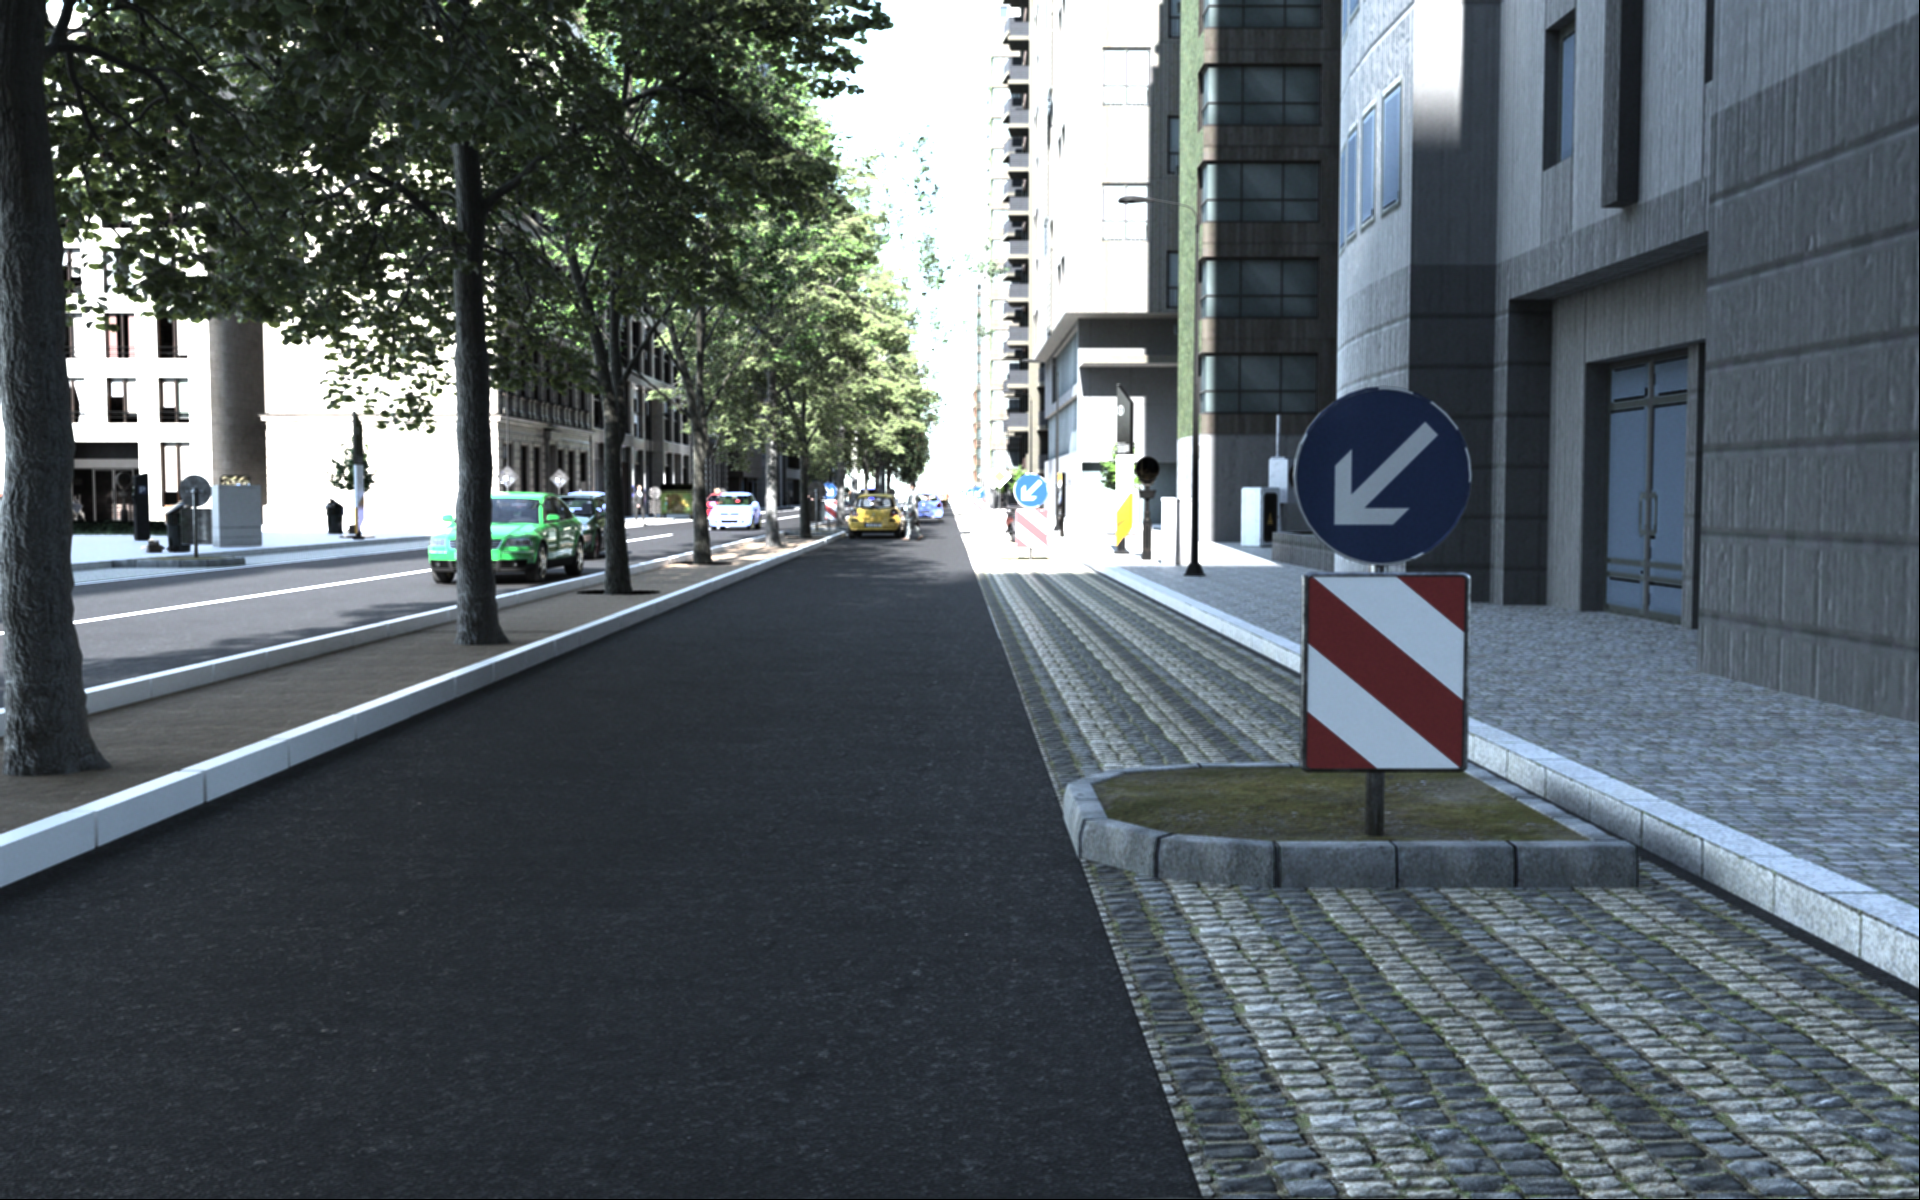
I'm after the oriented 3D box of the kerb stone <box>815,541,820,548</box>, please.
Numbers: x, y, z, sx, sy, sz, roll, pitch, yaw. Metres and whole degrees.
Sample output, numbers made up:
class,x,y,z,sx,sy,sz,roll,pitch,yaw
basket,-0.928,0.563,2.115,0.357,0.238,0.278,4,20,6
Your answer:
class,x,y,z,sx,sy,sz,roll,pitch,yaw
kerb stone,-3.843,-1.420,45.454,0.120,0.150,1.000,0,4,0

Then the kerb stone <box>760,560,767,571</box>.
class,x,y,z,sx,sy,sz,roll,pitch,yaw
kerb stone,-3.741,-0.605,32.132,0.120,0.150,1.000,0,4,0

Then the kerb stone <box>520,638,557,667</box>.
class,x,y,z,sx,sy,sz,roll,pitch,yaw
kerb stone,-3.622,0.457,14.716,0.120,0.150,1.000,0,4,0

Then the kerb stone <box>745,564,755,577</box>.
class,x,y,z,sx,sy,sz,roll,pitch,yaw
kerb stone,-3.729,-0.482,30.084,0.120,0.150,1.000,0,4,0

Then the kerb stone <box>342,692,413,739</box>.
class,x,y,z,sx,sy,sz,roll,pitch,yaw
kerb stone,-3.586,0.708,10.612,0.120,0.150,1.000,0,4,0

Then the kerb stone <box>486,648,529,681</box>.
class,x,y,z,sx,sy,sz,roll,pitch,yaw
kerb stone,-3.613,0.520,13.693,0.120,0.150,1.000,0,4,0

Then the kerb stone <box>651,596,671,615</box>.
class,x,y,z,sx,sy,sz,roll,pitch,yaw
kerb stone,-3.658,0.081,20.874,0.120,0.150,1.000,0,4,0

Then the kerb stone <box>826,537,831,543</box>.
class,x,y,z,sx,sy,sz,roll,pitch,yaw
kerb stone,-3.870,-1.669,49.548,0.120,0.150,1.000,0,4,0

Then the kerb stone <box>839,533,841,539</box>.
class,x,y,z,sx,sy,sz,roll,pitch,yaw
kerb stone,-3.914,-1.986,54.661,0.120,0.150,1.000,0,4,0

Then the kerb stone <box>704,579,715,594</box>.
class,x,y,z,sx,sy,sz,roll,pitch,yaw
kerb stone,-3.699,-0.169,24.965,0.120,0.150,1.000,0,4,0

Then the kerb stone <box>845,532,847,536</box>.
class,x,y,z,sx,sy,sz,roll,pitch,yaw
kerb stone,-3.936,-2.163,57.739,0.120,0.150,1.000,0,4,0

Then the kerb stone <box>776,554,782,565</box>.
class,x,y,z,sx,sy,sz,roll,pitch,yaw
kerb stone,-3.770,-0.796,35.203,0.120,0.150,1.000,0,4,0

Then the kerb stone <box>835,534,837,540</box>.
class,x,y,z,sx,sy,sz,roll,pitch,yaw
kerb stone,-3.899,-1.861,52.615,0.120,0.150,1.000,0,4,0

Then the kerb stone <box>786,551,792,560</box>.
class,x,y,z,sx,sy,sz,roll,pitch,yaw
kerb stone,-3.781,-0.917,37.264,0.120,0.150,1.000,0,4,0

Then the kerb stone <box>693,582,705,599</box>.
class,x,y,z,sx,sy,sz,roll,pitch,yaw
kerb stone,-3.685,-0.107,23.942,0.120,0.150,1.000,0,4,0

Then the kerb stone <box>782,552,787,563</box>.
class,x,y,z,sx,sy,sz,roll,pitch,yaw
kerb stone,-3.773,-0.859,36.235,0.120,0.150,1.000,0,4,0

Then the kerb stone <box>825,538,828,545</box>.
class,x,y,z,sx,sy,sz,roll,pitch,yaw
kerb stone,-3.877,-1.605,48.520,0.120,0.150,1.000,0,4,0

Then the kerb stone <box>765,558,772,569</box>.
class,x,y,z,sx,sy,sz,roll,pitch,yaw
kerb stone,-3.752,-0.668,33.155,0.120,0.150,1.000,0,4,0

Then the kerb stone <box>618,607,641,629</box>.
class,x,y,z,sx,sy,sz,roll,pitch,yaw
kerb stone,-3.646,0.207,18.812,0.120,0.150,1.000,0,4,0

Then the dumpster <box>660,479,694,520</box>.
class,x,y,z,sx,sy,sz,roll,pitch,yaw
dumpster,-15.693,-5.588,96.315,1.985,2.255,1.502,0,3,0

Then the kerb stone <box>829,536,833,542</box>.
class,x,y,z,sx,sy,sz,roll,pitch,yaw
kerb stone,-3.887,-1.731,50.570,0.120,0.150,1.000,0,4,0

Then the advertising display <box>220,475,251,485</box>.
class,x,y,z,sx,sy,sz,roll,pitch,yaw
advertising display,-24.827,-3.312,59.365,0.974,1.923,0.123,-2,4,-32

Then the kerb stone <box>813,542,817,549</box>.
class,x,y,z,sx,sy,sz,roll,pitch,yaw
kerb stone,-3.838,-1.360,44.430,0.120,0.150,1.000,0,4,0

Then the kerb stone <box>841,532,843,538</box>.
class,x,y,z,sx,sy,sz,roll,pitch,yaw
kerb stone,-3.923,-2.048,55.684,0.120,0.150,1.000,0,4,0

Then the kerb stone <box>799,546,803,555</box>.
class,x,y,z,sx,sy,sz,roll,pitch,yaw
kerb stone,-3.810,-1.110,40.341,0.120,0.150,1.000,0,4,0

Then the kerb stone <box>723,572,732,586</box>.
class,x,y,z,sx,sy,sz,roll,pitch,yaw
kerb stone,-3.712,-0.295,27.012,0.120,0.150,1.000,0,4,0

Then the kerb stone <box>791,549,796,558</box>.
class,x,y,z,sx,sy,sz,roll,pitch,yaw
kerb stone,-3.786,-0.984,38.291,0.120,0.150,1.000,0,4,0

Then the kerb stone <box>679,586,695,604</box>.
class,x,y,z,sx,sy,sz,roll,pitch,yaw
kerb stone,-3.676,-0.044,22.919,0.120,0.150,1.000,0,4,0

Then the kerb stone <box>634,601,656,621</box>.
class,x,y,z,sx,sy,sz,roll,pitch,yaw
kerb stone,-3.655,0.144,19.845,0.120,0.150,1.000,0,4,0

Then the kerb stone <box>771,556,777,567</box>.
class,x,y,z,sx,sy,sz,roll,pitch,yaw
kerb stone,-3.762,-0.733,34.177,0.120,0.150,1.000,0,4,0

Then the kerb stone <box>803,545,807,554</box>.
class,x,y,z,sx,sy,sz,roll,pitch,yaw
kerb stone,-3.814,-1.172,41.363,0.120,0.150,1.000,0,4,0

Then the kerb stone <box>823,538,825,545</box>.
class,x,y,z,sx,sy,sz,roll,pitch,yaw
kerb stone,-3.860,-1.548,47.498,0.120,0.150,1.000,0,4,0

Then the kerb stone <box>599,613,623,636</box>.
class,x,y,z,sx,sy,sz,roll,pitch,yaw
kerb stone,-3.644,0.273,17.790,0.120,0.150,1.000,0,4,0

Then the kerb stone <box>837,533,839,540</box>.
class,x,y,z,sx,sy,sz,roll,pitch,yaw
kerb stone,-3.911,-1.920,53.637,0.120,0.150,1.000,0,4,0

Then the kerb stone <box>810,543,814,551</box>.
class,x,y,z,sx,sy,sz,roll,pitch,yaw
kerb stone,-3.834,-1.293,43.408,0.120,0.150,1.000,0,4,0

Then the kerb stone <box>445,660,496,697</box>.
class,x,y,z,sx,sy,sz,roll,pitch,yaw
kerb stone,-3.605,0.584,12.663,0.120,0.150,1.000,0,4,0

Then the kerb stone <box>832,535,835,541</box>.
class,x,y,z,sx,sy,sz,roll,pitch,yaw
kerb stone,-3.888,-1.797,51.592,0.120,0.150,1.000,0,4,0

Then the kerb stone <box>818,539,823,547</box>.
class,x,y,z,sx,sy,sz,roll,pitch,yaw
kerb stone,-3.846,-1.485,46.476,0.120,0.150,1.000,0,4,0

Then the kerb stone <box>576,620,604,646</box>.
class,x,y,z,sx,sy,sz,roll,pitch,yaw
kerb stone,-3.629,0.332,16.765,0.120,0.150,1.000,0,4,0

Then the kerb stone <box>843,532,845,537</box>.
class,x,y,z,sx,sy,sz,roll,pitch,yaw
kerb stone,-3.931,-2.106,56.706,0.120,0.150,1.000,0,4,0

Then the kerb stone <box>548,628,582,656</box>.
class,x,y,z,sx,sy,sz,roll,pitch,yaw
kerb stone,-3.626,0.395,15.743,0.120,0.150,1.000,0,4,0

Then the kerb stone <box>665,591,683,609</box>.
class,x,y,z,sx,sy,sz,roll,pitch,yaw
kerb stone,-3.670,0.018,21.896,0.120,0.150,1.000,0,4,0

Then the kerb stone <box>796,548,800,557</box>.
class,x,y,z,sx,sy,sz,roll,pitch,yaw
kerb stone,-3.801,-1.040,39.319,0.120,0.150,1.000,0,4,0

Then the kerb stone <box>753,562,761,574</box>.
class,x,y,z,sx,sy,sz,roll,pitch,yaw
kerb stone,-3.743,-0.545,31.110,0.120,0.150,1.000,0,4,0

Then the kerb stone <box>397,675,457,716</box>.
class,x,y,z,sx,sy,sz,roll,pitch,yaw
kerb stone,-3.598,0.646,11.634,0.120,0.150,1.000,0,4,0

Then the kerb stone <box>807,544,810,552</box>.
class,x,y,z,sx,sy,sz,roll,pitch,yaw
kerb stone,-3.828,-1.235,42.386,0.120,0.150,1.000,0,4,0

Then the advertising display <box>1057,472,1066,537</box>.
class,x,y,z,sx,sy,sz,roll,pitch,yaw
advertising display,3.036,-2.852,51.850,0.123,1.923,0.974,0,4,-4

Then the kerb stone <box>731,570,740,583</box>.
class,x,y,z,sx,sy,sz,roll,pitch,yaw
kerb stone,-3.721,-0.354,28.035,0.120,0.150,1.000,0,4,0

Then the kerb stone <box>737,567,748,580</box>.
class,x,y,z,sx,sy,sz,roll,pitch,yaw
kerb stone,-3.723,-0.420,29.062,0.120,0.150,1.000,0,4,0

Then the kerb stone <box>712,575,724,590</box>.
class,x,y,z,sx,sy,sz,roll,pitch,yaw
kerb stone,-3.698,-0.232,25.990,0.120,0.150,1.000,0,4,0
